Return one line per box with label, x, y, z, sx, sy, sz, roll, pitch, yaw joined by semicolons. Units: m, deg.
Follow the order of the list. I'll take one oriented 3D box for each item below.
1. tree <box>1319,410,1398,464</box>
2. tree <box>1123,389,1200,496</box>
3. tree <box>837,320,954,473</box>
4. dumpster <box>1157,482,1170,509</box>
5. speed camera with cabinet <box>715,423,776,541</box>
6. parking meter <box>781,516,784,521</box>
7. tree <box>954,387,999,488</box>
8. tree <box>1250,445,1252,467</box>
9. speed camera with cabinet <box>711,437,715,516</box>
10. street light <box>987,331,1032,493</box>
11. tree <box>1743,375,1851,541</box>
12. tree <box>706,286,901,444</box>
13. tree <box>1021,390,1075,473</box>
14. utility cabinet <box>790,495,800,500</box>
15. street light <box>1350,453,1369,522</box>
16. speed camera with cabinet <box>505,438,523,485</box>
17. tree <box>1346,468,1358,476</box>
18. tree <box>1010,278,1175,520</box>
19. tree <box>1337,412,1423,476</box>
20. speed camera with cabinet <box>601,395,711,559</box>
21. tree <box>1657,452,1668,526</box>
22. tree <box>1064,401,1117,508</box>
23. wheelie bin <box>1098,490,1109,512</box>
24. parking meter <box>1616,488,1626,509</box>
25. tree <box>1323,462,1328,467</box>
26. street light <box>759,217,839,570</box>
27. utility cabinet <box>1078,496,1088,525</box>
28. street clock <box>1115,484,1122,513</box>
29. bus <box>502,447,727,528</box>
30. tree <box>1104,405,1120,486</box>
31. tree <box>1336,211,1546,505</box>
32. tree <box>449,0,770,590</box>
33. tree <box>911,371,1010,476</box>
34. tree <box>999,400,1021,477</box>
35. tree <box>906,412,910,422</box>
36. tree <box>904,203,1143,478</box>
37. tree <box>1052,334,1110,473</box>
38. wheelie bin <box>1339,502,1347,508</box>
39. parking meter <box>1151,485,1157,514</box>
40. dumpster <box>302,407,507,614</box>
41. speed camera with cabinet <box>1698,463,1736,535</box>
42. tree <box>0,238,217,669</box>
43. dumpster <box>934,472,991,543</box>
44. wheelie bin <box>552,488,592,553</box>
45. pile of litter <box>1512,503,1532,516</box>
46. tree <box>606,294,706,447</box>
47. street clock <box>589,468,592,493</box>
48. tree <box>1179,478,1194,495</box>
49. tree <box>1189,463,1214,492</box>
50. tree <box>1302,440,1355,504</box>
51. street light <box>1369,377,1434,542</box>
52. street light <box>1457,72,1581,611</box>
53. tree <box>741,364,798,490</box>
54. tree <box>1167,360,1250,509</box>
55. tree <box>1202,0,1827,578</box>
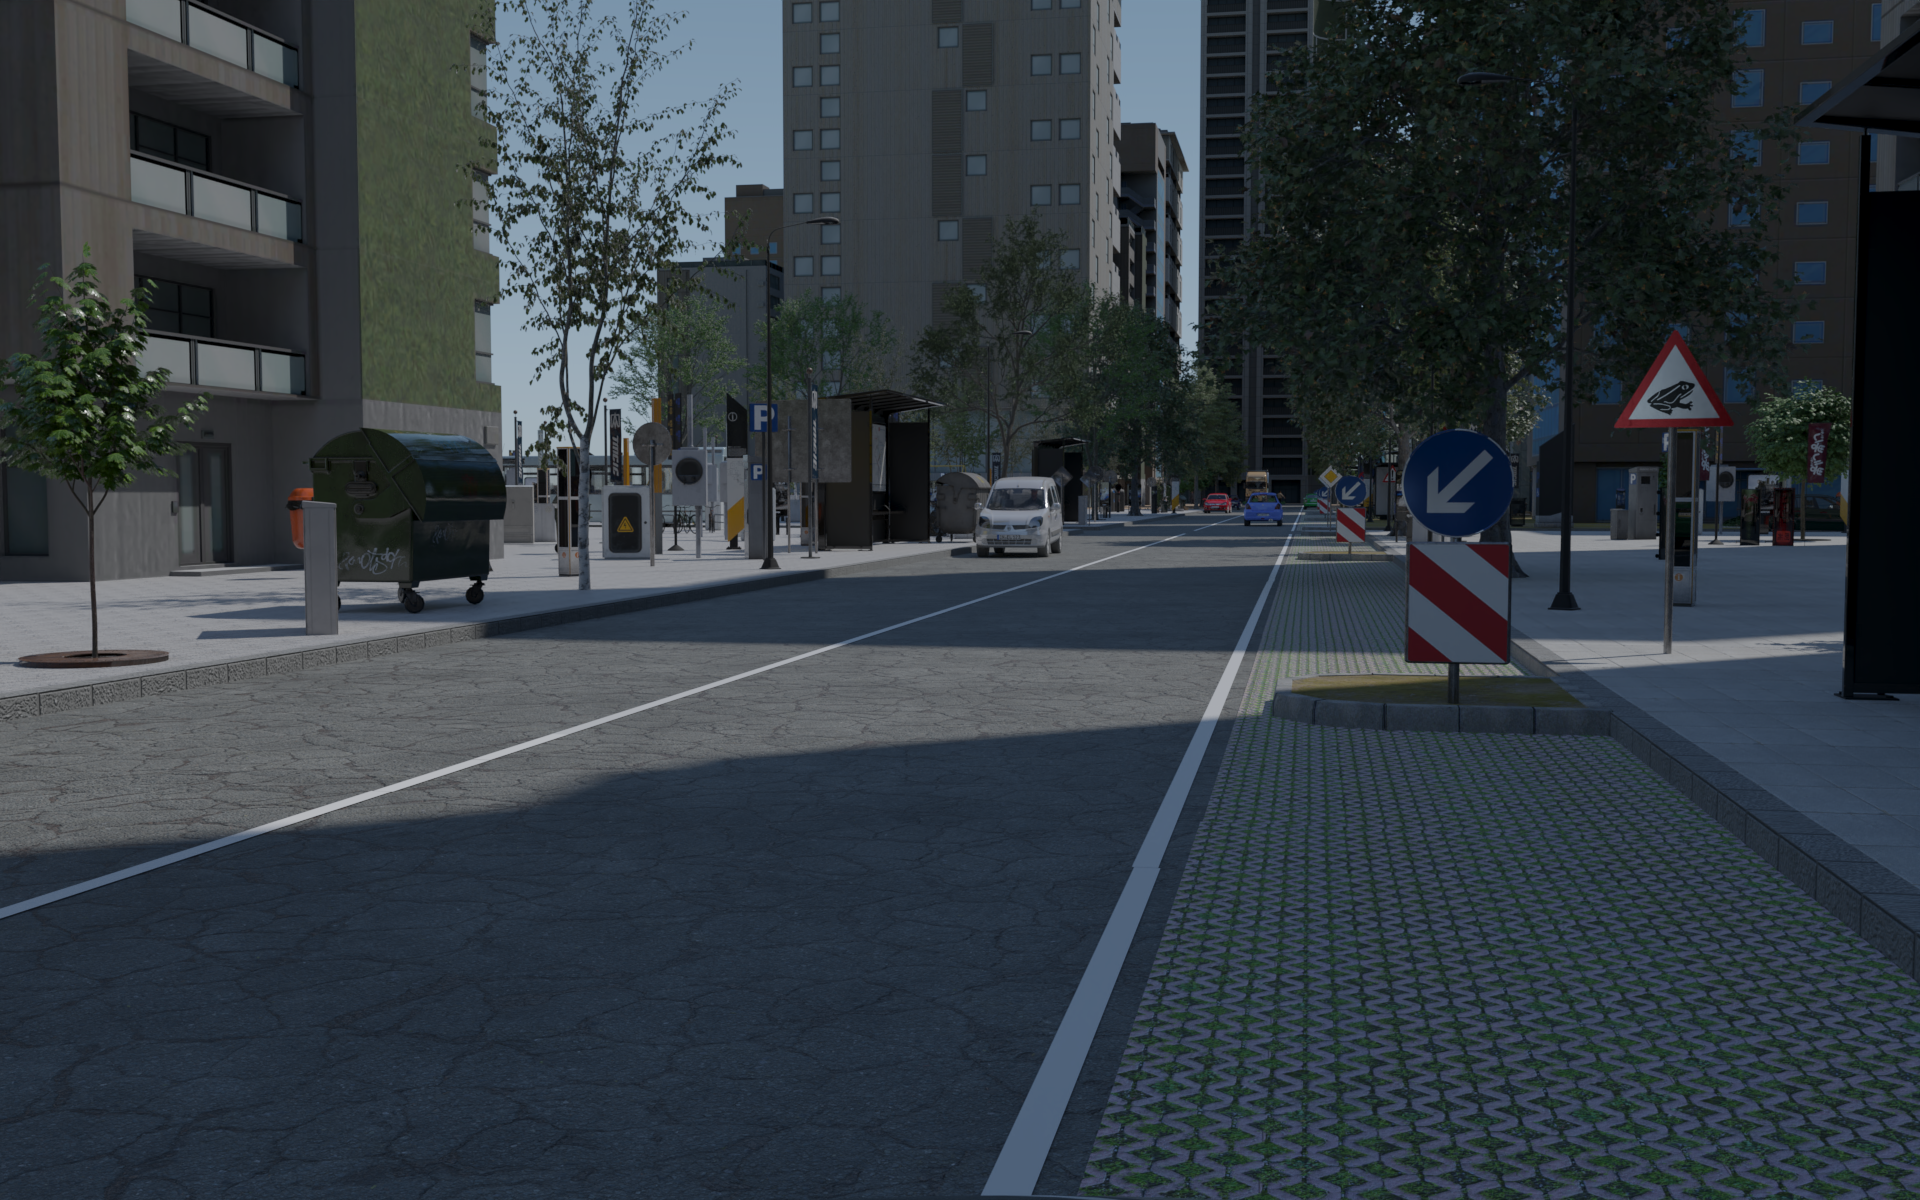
tree;26.036;-10.804;111.058;7.601;10.594;8.767;2;4;26
tree;14.231;-10.298;118.736;4.360;8.622;3.978;0;3;0
tree;-3.292;-7.578;74.257;4.360;8.622;3.978;0;3;0
dumpster;15.690;-8.006;133.388;1.502;2.255;1.985;1;4;11
speed camera with cabinet;-5.873;-3.274;47.874;0.660;3.252;2.038;-3;5;-39
parking meter;-8.222;-4.455;81.243;0.372;1.533;0.369;0;3;0
tree;-0.512;-9.626;107.742;4.360;8.622;3.978;0;3;0
tree;27.435;-16.468;187.380;7.486;12.596;7.792;0;3;0
speed camera with cabinet;-7.057;-3.527;51.997;2.038;3.252;0.660;-2;4;-28
street light;1.346;-4.708;49.509;1.470;5.913;1.316;1;4;11
tree;23.452;-3.926;47.906;4.285;4.588;4.351;0;3;0
tree;-6.976;-9.779;85.648;9.928;11.665;9.643;0;3;0
tree;6.882;-10.692;125.181;4.360;8.622;3.978;0;3;0
utility cabinet;-11.228;-6.475;117.028;1.020;1.237;0.306;1;4;22
street light;14.258;-5.329;59.675;1.470;5.913;1.316;1;4;11
speed camera with cabinet;-16.027;-4.137;61.980;0.660;3.252;2.038;-1;4;-18
tree;29.006;-8.158;127.981;1.663;3.219;1.824;0;3;0
tree;6.468;-9.731;84.862;9.928;11.665;9.643;0;3;0
tree;19.012;-7.535;73.553;4.360;8.622;3.978;0;3;0
speed camera with cabinet;-6.040;-2.443;34.278;2.038;3.252;0.660;0;4;-5
tree;28.477;-4.578;69.446;1.663;3.219;1.824;0;3;0
tree;9.938;-10.998;130.184;4.737;8.622;4.395;0;3;0
wheelie bin;10.104;-6.966;121.799;0.980;1.594;0.693;3;4;37
parking meter;27.767;-3.939;72.816;0.372;1.533;0.369;0;3;0
tree;24.321;-9.366;103.494;4.737;8.622;4.395;0;3;0
street light;-2.711;-3.472;29.300;1.470;5.913;1.316;1;4;11
utility cabinet;5.092;-3.711;71.833;0.306;1.237;1.020;1;4;10
street clock;11.004;-7.093;120.541;0.471;2.002;0.358;0;4;-1
bus;-15.452;-4.607;70.188;13.247;3.499;2.948;1;4;12
tree;11.972;-11.539;139.031;4.360;8.622;3.978;0;3;0
tree;12.268;-5.648;42.709;4.737;8.622;4.395;0;3;0
tree;-4.906;-4.453;23.164;4.360;8.622;3.978;0;3;0
tree;0.507;-9.276;102.021;4.737;8.622;4.395;0;3;0
tree;3.832;-11.059;131.178;4.360;8.622;3.978;0;3;0
tree;-3.137;-11.310;135.281;4.737;8.622;4.395;0;3;0
tree;1.542;-7.425;55.804;7.601;10.594;8.767;3;5;40
tree;10.180;-11.287;101.557;9.611;12.733;9.660;0;3;0
wheelie bin;28.705;-7.446;129.652;0.693;1.594;0.980;0;4;8
parking meter;12.796;-6.627;114.067;0.255;1.863;0.399;2;4;35
dumpster;-6.192;-1.032;19.370;1.502;2.255;1.985;1;4;11
speed camera with cabinet;23.407;-3.694;54.735;2.038;3.252;0.660;0;4;-8
tree;-6.519;-1.140;13.239;1.663;3.219;1.824;0;3;0
dumpster;0.062;-2.473;46.193;1.264;1.857;1.865;1;4;11
wheelie bin;-8.327;-1.792;37.207;0.693;1.594;0.980;-3;4;-37
pile of litter;32.450;-5.246;99.744;1.719;0.858;1.176;3;4;36
tree;-14.633;-9.991;89.109;9.928;11.665;9.643;0;3;0
street clock;-9.423;-2.370;43.327;0.358;2.002;0.471;1;4;21
tree;17.639;-8.806;138.587;1.663;3.219;1.824;0;3;0
tree;21.756;-10.770;159.797;4.285;4.588;4.351;0;3;0
tree;46.500;-18.263;216.721;7.486;12.596;7.792;0;3;0
street light;10.196;-4.093;39.467;1.470;5.913;1.316;1;4;11
street light;6.180;-2.851;19.163;1.470;5.913;1.316;1;4;11
tree;-10.416;-9.034;98.074;4.737;8.622;4.395;0;3;0
tree;20.088;-13.966;146.478;7.486;12.596;7.792;0;3;0
tree;8.179;-6.699;26.530;9.611;12.733;9.660;0;3;0
